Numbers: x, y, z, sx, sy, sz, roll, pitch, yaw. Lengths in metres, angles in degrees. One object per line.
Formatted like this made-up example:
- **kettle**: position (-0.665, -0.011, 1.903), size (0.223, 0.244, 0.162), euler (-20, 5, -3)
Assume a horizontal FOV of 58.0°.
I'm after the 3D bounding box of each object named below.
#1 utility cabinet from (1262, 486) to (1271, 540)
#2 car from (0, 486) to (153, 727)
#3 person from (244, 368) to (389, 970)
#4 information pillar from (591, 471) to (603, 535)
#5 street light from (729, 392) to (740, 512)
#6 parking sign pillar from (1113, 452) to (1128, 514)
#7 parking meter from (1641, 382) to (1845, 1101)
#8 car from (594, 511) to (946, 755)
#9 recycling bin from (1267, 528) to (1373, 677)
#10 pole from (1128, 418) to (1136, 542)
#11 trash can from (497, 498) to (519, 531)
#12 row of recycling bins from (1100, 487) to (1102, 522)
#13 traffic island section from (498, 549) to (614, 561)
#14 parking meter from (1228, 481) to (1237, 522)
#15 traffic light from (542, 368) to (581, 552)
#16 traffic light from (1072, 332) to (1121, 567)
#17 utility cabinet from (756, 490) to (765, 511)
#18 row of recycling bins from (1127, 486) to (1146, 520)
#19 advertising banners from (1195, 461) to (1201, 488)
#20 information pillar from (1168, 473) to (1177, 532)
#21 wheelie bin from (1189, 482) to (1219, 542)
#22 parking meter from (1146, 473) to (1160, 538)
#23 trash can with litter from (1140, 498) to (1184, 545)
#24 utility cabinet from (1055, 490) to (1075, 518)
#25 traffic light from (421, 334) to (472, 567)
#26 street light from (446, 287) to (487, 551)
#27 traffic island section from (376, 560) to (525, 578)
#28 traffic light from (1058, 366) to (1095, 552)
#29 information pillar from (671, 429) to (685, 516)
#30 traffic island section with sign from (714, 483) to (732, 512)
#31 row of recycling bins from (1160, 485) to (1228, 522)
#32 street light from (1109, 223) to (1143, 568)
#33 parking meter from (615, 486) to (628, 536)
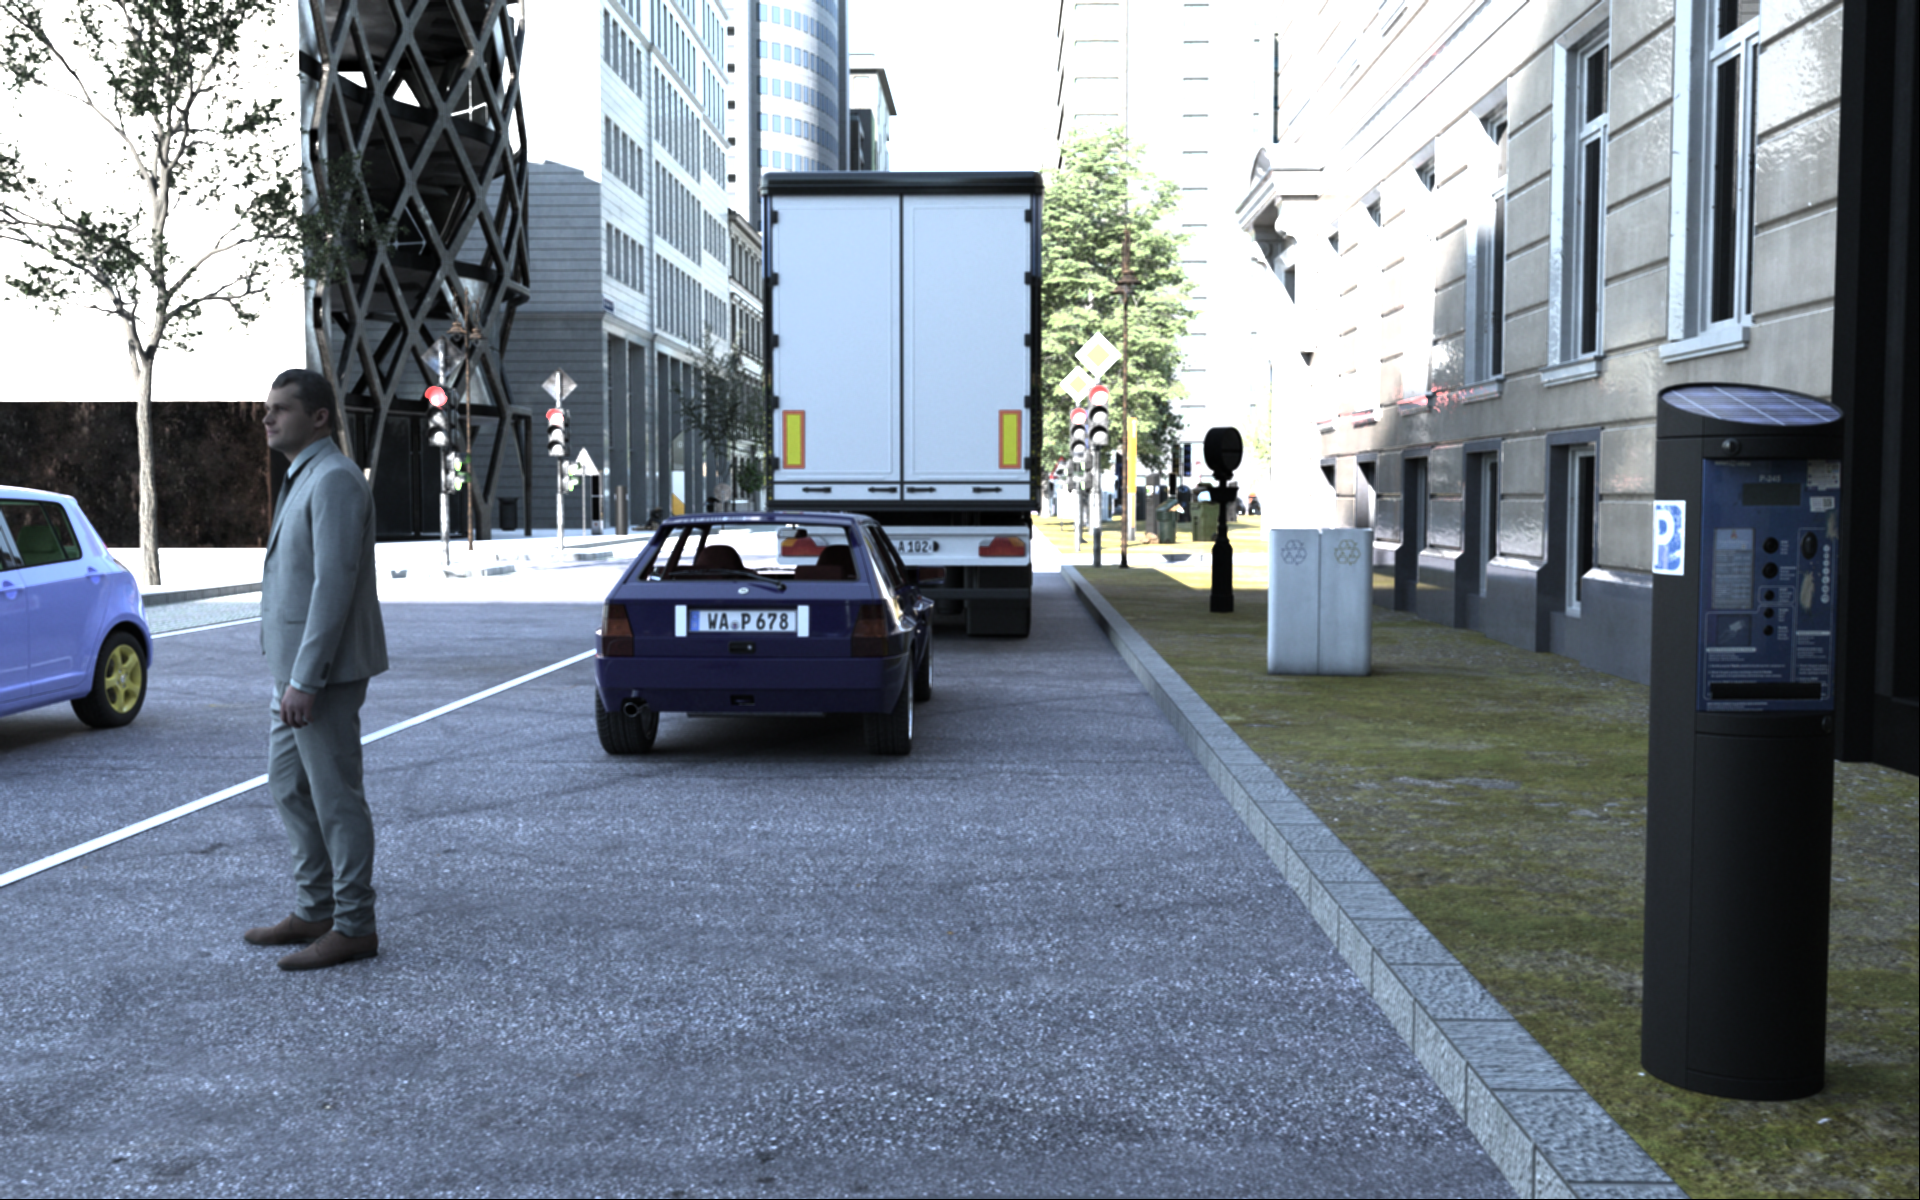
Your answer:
- **utility cabinet**: position (8.641, -2.333, 46.829), size (0.318, 1.500, 1.173), euler (-2, 4, -29)
- **car**: position (-6.040, 0.010, 9.422), size (1.945, 1.707, 3.694), euler (0, 4, 3)
- **person**: position (-1.965, 0.200, 5.325), size (0.391, 1.810, 0.635), euler (-2, 4, -32)
- **information pillar**: position (-11.360, -3.041, 54.210), size (0.304, 2.012, 0.304), euler (0, 4, 6)
- **street light**: position (-9.997, -6.339, 76.435), size (0.468, 5.910, 1.993), euler (0, 4, 1)
- **parking sign pillar**: position (10.421, -7.396, 109.392), size (1.447, 3.967, 1.447), euler (2, 4, 24)
- **parking meter**: position (1.709, 0.282, 3.793), size (0.372, 1.533, 0.369), euler (0, 3, 0)
- **car**: position (-1.080, 0.105, 10.871), size (1.945, 1.354, 3.894), euler (0, 4, 2)
- **recycling bin**: position (2.603, 0.001, 12.542), size (0.722, 1.027, 0.722), euler (1, 4, 11)
- **pole**: position (4.632, -3.230, 46.654), size (0.158, 3.312, 0.155), euler (0, 3, 0)
- **trash can**: position (-15.830, -2.999, 60.693), size (0.748, 1.137, 0.748), euler (0, 3, 0)
- **row of recycling bins**: position (5.902, -4.338, 78.042), size (1.069, 1.692, 3.534), euler (0, 4, 5)
- **traffic island section**: position (-8.917, -0.999, 38.620), size (2.009, 0.180, 2.903), euler (0, 4, 1)
- **parking meter**: position (12.322, -4.442, 78.341), size (0.399, 1.863, 0.255), euler (2, 4, 27)
- **traffic light**: position (-8.878, -3.031, 38.484), size (0.839, 4.253, 0.868), euler (0, 4, 1)
- **traffic light**: position (2.384, -2.527, 30.236), size (0.839, 4.253, 0.868), euler (0, 4, 1)
- **utility cabinet**: position (-10.591, -5.230, 94.185), size (0.318, 1.500, 1.173), euler (2, 4, 34)
- **row of recycling bins**: position (8.992, -4.821, 85.943), size (1.069, 1.692, 3.534), euler (1, 4, 15)
- **advertising banners**: position (12.934, -5.800, 91.012), size (0.090, 3.025, 2.074), euler (3, 5, 43)
- **information pillar**: position (7.282, -3.356, 59.355), size (0.304, 2.012, 0.304), euler (0, 4, 6)
- **wheelie bin**: position (6.560, -2.355, 46.415), size (0.693, 1.594, 0.980), euler (-2, 4, -26)
- **parking meter**: position (5.304, -2.565, 47.651), size (0.255, 1.863, 0.399), euler (3, 4, 37)
- **trash can with litter**: position (5.132, -2.001, 44.097), size (1.055, 1.170, 0.624), euler (-2, 4, -35)
- **utility cabinet**: position (5.798, -5.115, 92.312), size (1.173, 1.500, 0.318), euler (-2, 4, -27)
- **traffic light**: position (-9.075, -2.543, 30.502), size (0.839, 4.253, 0.868), euler (0, 4, 1)
- **street light**: position (-11.003, -4.036, 38.781), size (0.468, 5.910, 1.993), euler (0, 4, 1)
- **traffic island section**: position (-9.114, -0.511, 30.637), size (2.009, 0.180, 2.903), euler (0, 4, 1)
- **traffic light**: position (2.581, -3.015, 38.219), size (0.839, 4.253, 0.868), euler (0, 4, 1)
- **information pillar**: position (-10.191, -4.362, 62.670), size (0.504, 3.616, 0.183), euler (-3, 5, -40)
- **traffic island section with sign**: position (-8.376, -3.208, 61.072), size (1.989, 1.847, 2.006), euler (0, 4, 1)
- **row of recycling bins**: position (10.618, -4.412, 79.256), size (3.534, 1.692, 1.069), euler (0, 4, 4)
- **street light**: position (2.845, -3.491, 29.860), size (0.468, 5.910, 1.993), euler (0, 4, 1)
- **parking meter**: position (-10.387, -2.735, 53.129), size (0.372, 1.533, 0.369), euler (0, 3, 0)
